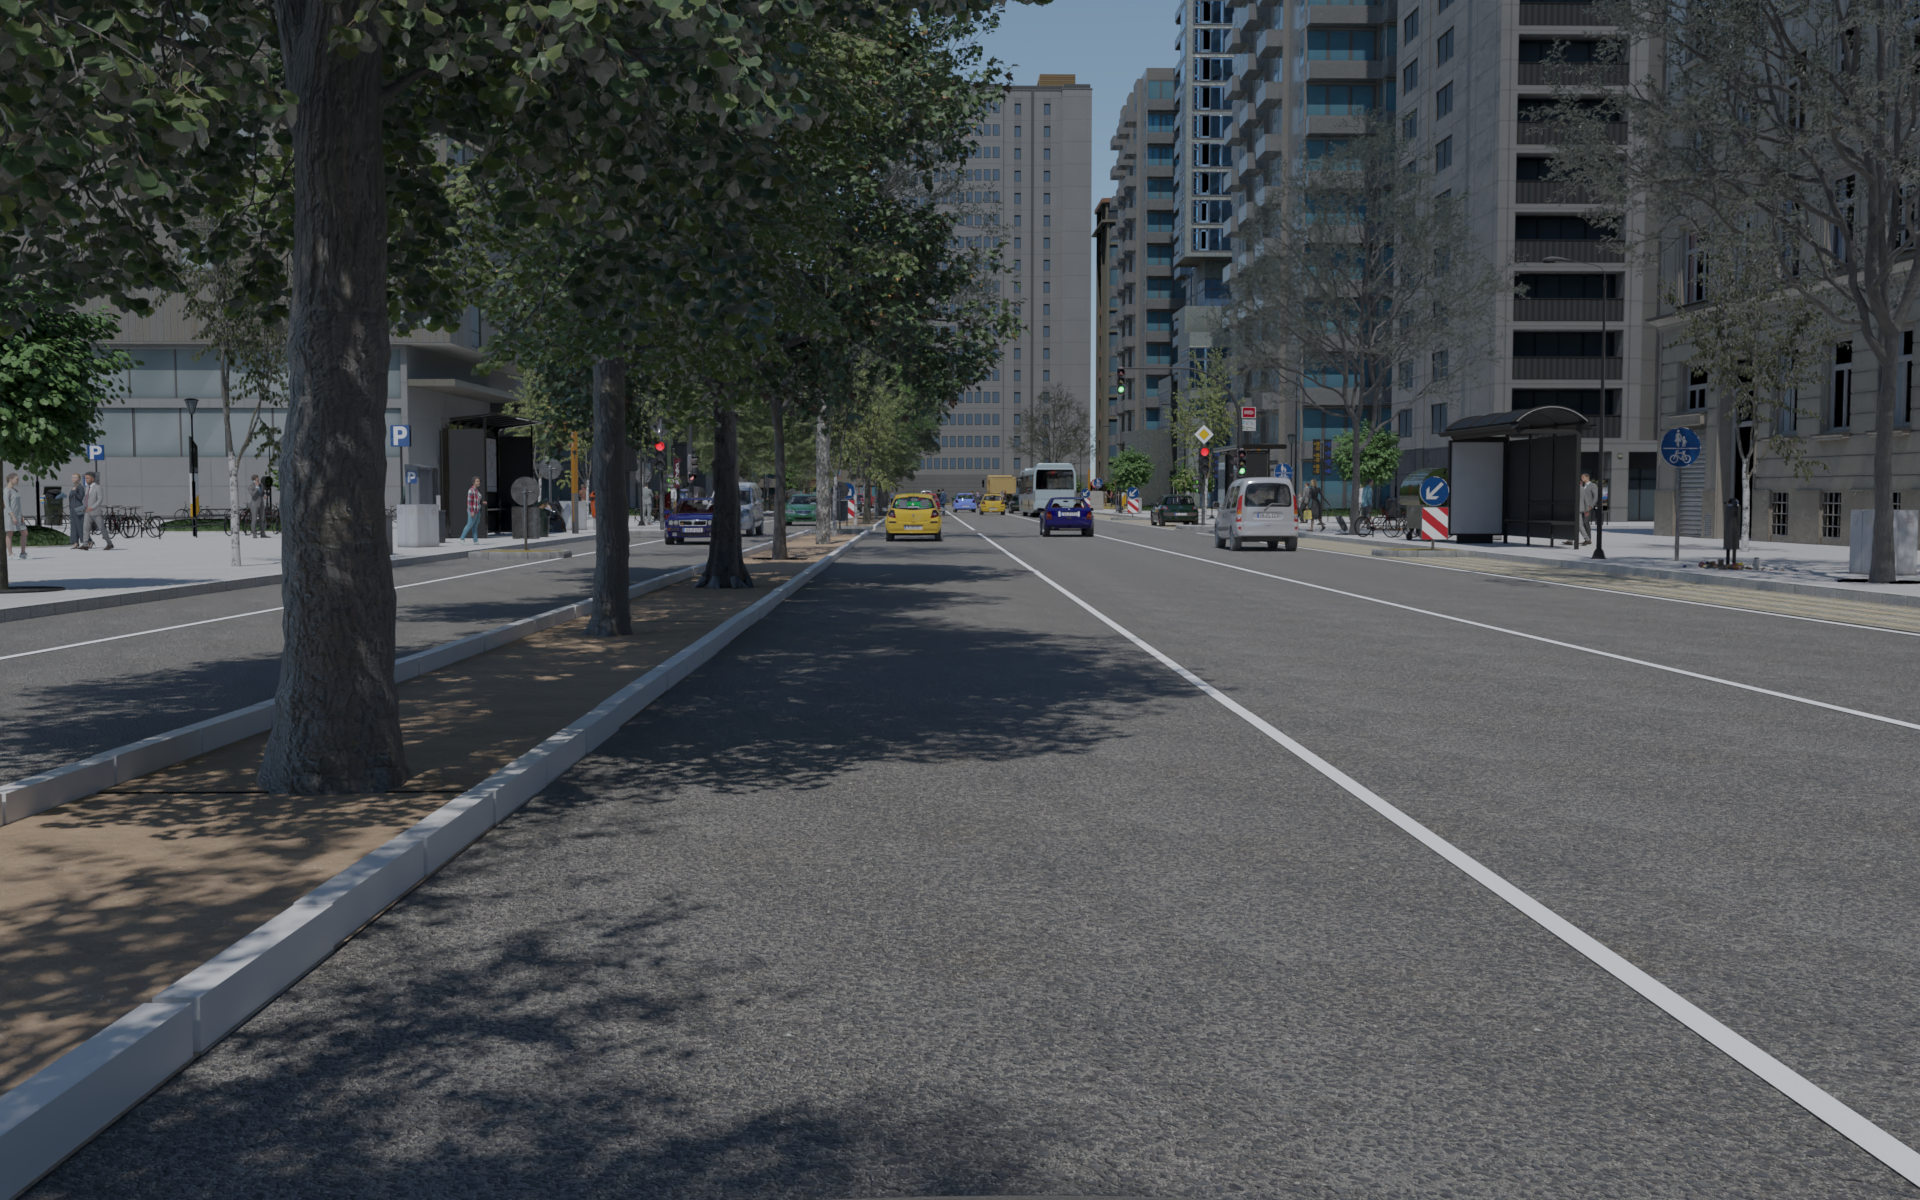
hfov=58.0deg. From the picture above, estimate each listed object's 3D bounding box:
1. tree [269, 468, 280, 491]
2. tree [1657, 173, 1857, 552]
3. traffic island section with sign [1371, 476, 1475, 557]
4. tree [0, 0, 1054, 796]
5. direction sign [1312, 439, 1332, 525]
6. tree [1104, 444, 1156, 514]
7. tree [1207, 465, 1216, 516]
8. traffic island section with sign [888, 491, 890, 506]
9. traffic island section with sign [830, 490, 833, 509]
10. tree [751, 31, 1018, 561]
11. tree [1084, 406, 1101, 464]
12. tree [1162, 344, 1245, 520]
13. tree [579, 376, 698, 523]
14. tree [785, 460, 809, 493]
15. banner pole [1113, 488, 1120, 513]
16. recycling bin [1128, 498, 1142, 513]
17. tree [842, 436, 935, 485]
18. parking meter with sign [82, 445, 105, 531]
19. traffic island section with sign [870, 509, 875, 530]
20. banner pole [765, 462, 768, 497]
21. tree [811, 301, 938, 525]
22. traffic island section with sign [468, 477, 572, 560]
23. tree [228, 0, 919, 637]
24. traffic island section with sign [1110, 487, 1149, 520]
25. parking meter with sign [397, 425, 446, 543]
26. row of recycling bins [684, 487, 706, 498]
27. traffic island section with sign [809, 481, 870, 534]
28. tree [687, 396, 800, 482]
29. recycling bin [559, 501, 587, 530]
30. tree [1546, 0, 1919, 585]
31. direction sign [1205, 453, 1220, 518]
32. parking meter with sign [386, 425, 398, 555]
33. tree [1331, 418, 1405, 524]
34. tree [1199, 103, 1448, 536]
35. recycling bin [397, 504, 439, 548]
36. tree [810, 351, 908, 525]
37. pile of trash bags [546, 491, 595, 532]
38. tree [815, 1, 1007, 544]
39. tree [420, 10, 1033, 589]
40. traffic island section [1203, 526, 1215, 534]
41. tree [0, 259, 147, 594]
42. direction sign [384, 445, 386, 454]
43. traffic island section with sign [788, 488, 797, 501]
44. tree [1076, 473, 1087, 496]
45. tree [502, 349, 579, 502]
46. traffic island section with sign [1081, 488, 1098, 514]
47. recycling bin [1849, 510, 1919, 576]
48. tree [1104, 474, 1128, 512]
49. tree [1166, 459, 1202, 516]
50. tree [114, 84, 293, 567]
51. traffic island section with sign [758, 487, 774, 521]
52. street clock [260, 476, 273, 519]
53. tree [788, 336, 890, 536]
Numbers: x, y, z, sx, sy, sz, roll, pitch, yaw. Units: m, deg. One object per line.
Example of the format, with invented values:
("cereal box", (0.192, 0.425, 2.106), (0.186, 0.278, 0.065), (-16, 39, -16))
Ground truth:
("tree", (-27.535, -4.673, 71.013), (1.663, 3.219, 1.824), (0, 3, 0))
("tree", (17.353, -5.357, 37.953), (4.360, 8.622, 3.978), (0, 3, 0))
("traffic island section with sign", (10.579, -1.910, 39.849), (1.989, 1.847, 2.006), (0, 4, -1))
("tree", (-3.086, -6.060, 8.187), (9.857, 13.997, 8.962), (0, 3, 0))
("direction sign", (14.926, -4.861, 71.471), (0.876, 3.537, 0.379), (-1, 4, -21))
("tree", (11.074, -7.884, 112.624), (4.285, 4.588, 4.351), (0, 3, 0))
("tree", (14.349, -6.467, 100.336), (1.663, 3.219, 1.824), (0, 3, 0))
("traffic island section with sign", (-6.228, -8.357, 144.774), (2.006, 1.907, 1.989), (0, 4, -1))
("traffic island section with sign", (-12.841, -10.007, 172.244), (1.989, 1.847, 2.006), (0, 4, -1))
("tree", (-3.875, -7.598, 37.055), (12.009, 13.543, 11.850), (0, 3, 0))
("tree", (10.098, -16.958, 187.634), (12.009, 13.543, 11.850), (0, 3, 0))
("tree", (12.076, -8.249, 85.234), (4.737, 8.622, 4.395), (0, 3, 0))
("tree", (-13.532, -7.580, 74.290), (4.737, 8.622, 4.395), (0, 3, 0))
("tree", (-15.368, -10.815, 160.532), (4.285, 4.588, 4.351), (0, 3, 0))
("banner pole", (10.923, -7.856, 118.468), (0.863, 3.779, 0.401), (1, 4, 12))
("recycling bin", (11.928, -6.469, 118.324), (0.722, 1.027, 0.722), (-3, 5, -44))
("tree", (-5.954, -11.755, 129.066), (8.767, 10.594, 7.601), (0, 4, -1))
("parking meter with sign", (-30.370, -3.928, 60.491), (0.543, 3.016, 1.738), (-1, 4, -12))
("traffic island section with sign", (-4.516, -3.763, 69.655), (2.006, 1.907, 1.989), (0, 4, -1))
("banner pole", (-14.947, -8.779, 133.558), (0.401, 3.779, 0.863), (1, 4, 16))
("tree", (-4.295, -9.349, 81.074), (9.928, 11.665, 9.643), (0, 3, 0))
("traffic island section with sign", (-9.815, -1.851, 38.884), (1.989, 1.847, 2.006), (0, 4, -1))
("tree", (-3.647, -5.931, 17.561), (7.486, 12.596, 7.792), (0, 3, 0))
("traffic island section with sign", (9.323, -5.306, 95.388), (1.989, 1.847, 2.006), (0, 4, -1))
("parking meter with sign", (-13.883, -2.952, 44.521), (0.543, 3.016, 1.738), (1, 4, 15))
("row of recycling bins", (-14.850, -5.457, 96.333), (1.069, 1.692, 3.534), (-1, 4, -17))
("traffic island section with sign", (-4.358, -3.310, 62.250), (2.006, 1.907, 1.989), (0, 4, -1))
("tree", (-14.736, -11.122, 116.253), (8.767, 10.594, 7.601), (0, 4, 6))
("recycling bin", (-13.761, -2.999, 61.595), (0.722, 1.027, 0.722), (-3, 5, -43))
("tree", (13.315, -6.995, 24.739), (12.009, 13.543, 11.850), (0, 3, 0))
("direction sign", (13.265, -6.061, 91.092), (0.876, 3.537, 0.379), (2, 4, 32))
("parking meter with sign", (-12.601, -2.416, 35.757), (0.543, 3.016, 1.738), (3, 5, 39))
("tree", (17.642, -5.586, 75.038), (4.285, 4.588, 4.351), (0, 3, 0))
("tree", (12.472, -8.776, 53.850), (12.009, 13.543, 11.850), (0, 3, 0))
("recycling bin", (-13.098, -1.792, 41.861), (0.722, 1.027, 0.722), (2, 4, 33))
("tree", (-4.430, -7.396, 73.743), (4.737, 8.622, 4.395), (0, 3, 0))
("pile of trash bags", (-13.672, -2.998, 58.763), (3.447, 1.369, 1.912), (0, 4, 0))
("tree", (-5.121, -11.684, 49.379), (12.611, 20.169, 13.585), (0, 3, 0))
("tree", (-3.577, -6.528, 26.193), (9.611, 12.733, 9.660), (0, 3, 0))
("traffic island section", (10.071, -2.450, 62.337), (2.009, 0.180, 2.903), (0, 4, -1))
("tree", (-12.566, -2.391, 22.799), (4.285, 4.588, 4.351), (0, 3, 0))
("direction sign", (-23.334, -4.763, 69.873), (0.379, 3.537, 0.876), (0, 4, 3))
("traffic island section with sign", (-11.698, -6.898, 121.409), (1.989, 1.847, 2.006), (0, 4, -1))
("tree", (10.351, -9.765, 154.257), (1.663, 3.219, 1.824), (0, 3, 0))
("tree", (-20.256, -8.139, 83.427), (4.737, 8.622, 4.395), (0, 3, 0))
("traffic island section with sign", (8.709, -6.965, 122.507), (1.989, 1.847, 2.006), (0, 4, -1))
("recycling bin", (14.698, -0.918, 27.568), (0.722, 1.027, 0.722), (0, 4, -5))
("tree", (13.065, -9.169, 144.508), (1.663, 3.219, 1.824), (0, 3, 0))
("tree", (11.807, -5.897, 91.017), (1.663, 3.219, 1.824), (0, 3, 0))
("tree", (-12.571, -4.895, 30.388), (4.360, 8.622, 3.978), (0, 3, 0))
("traffic island section with sign", (-11.080, -5.250, 94.461), (1.989, 1.847, 2.006), (0, 4, -1))
("street clock", (-27.702, -3.956, 69.255), (0.358, 2.002, 0.471), (1, 4, 19))
("tree", (-4.275, -6.484, 58.834), (4.360, 8.622, 3.978), (0, 3, 0))
